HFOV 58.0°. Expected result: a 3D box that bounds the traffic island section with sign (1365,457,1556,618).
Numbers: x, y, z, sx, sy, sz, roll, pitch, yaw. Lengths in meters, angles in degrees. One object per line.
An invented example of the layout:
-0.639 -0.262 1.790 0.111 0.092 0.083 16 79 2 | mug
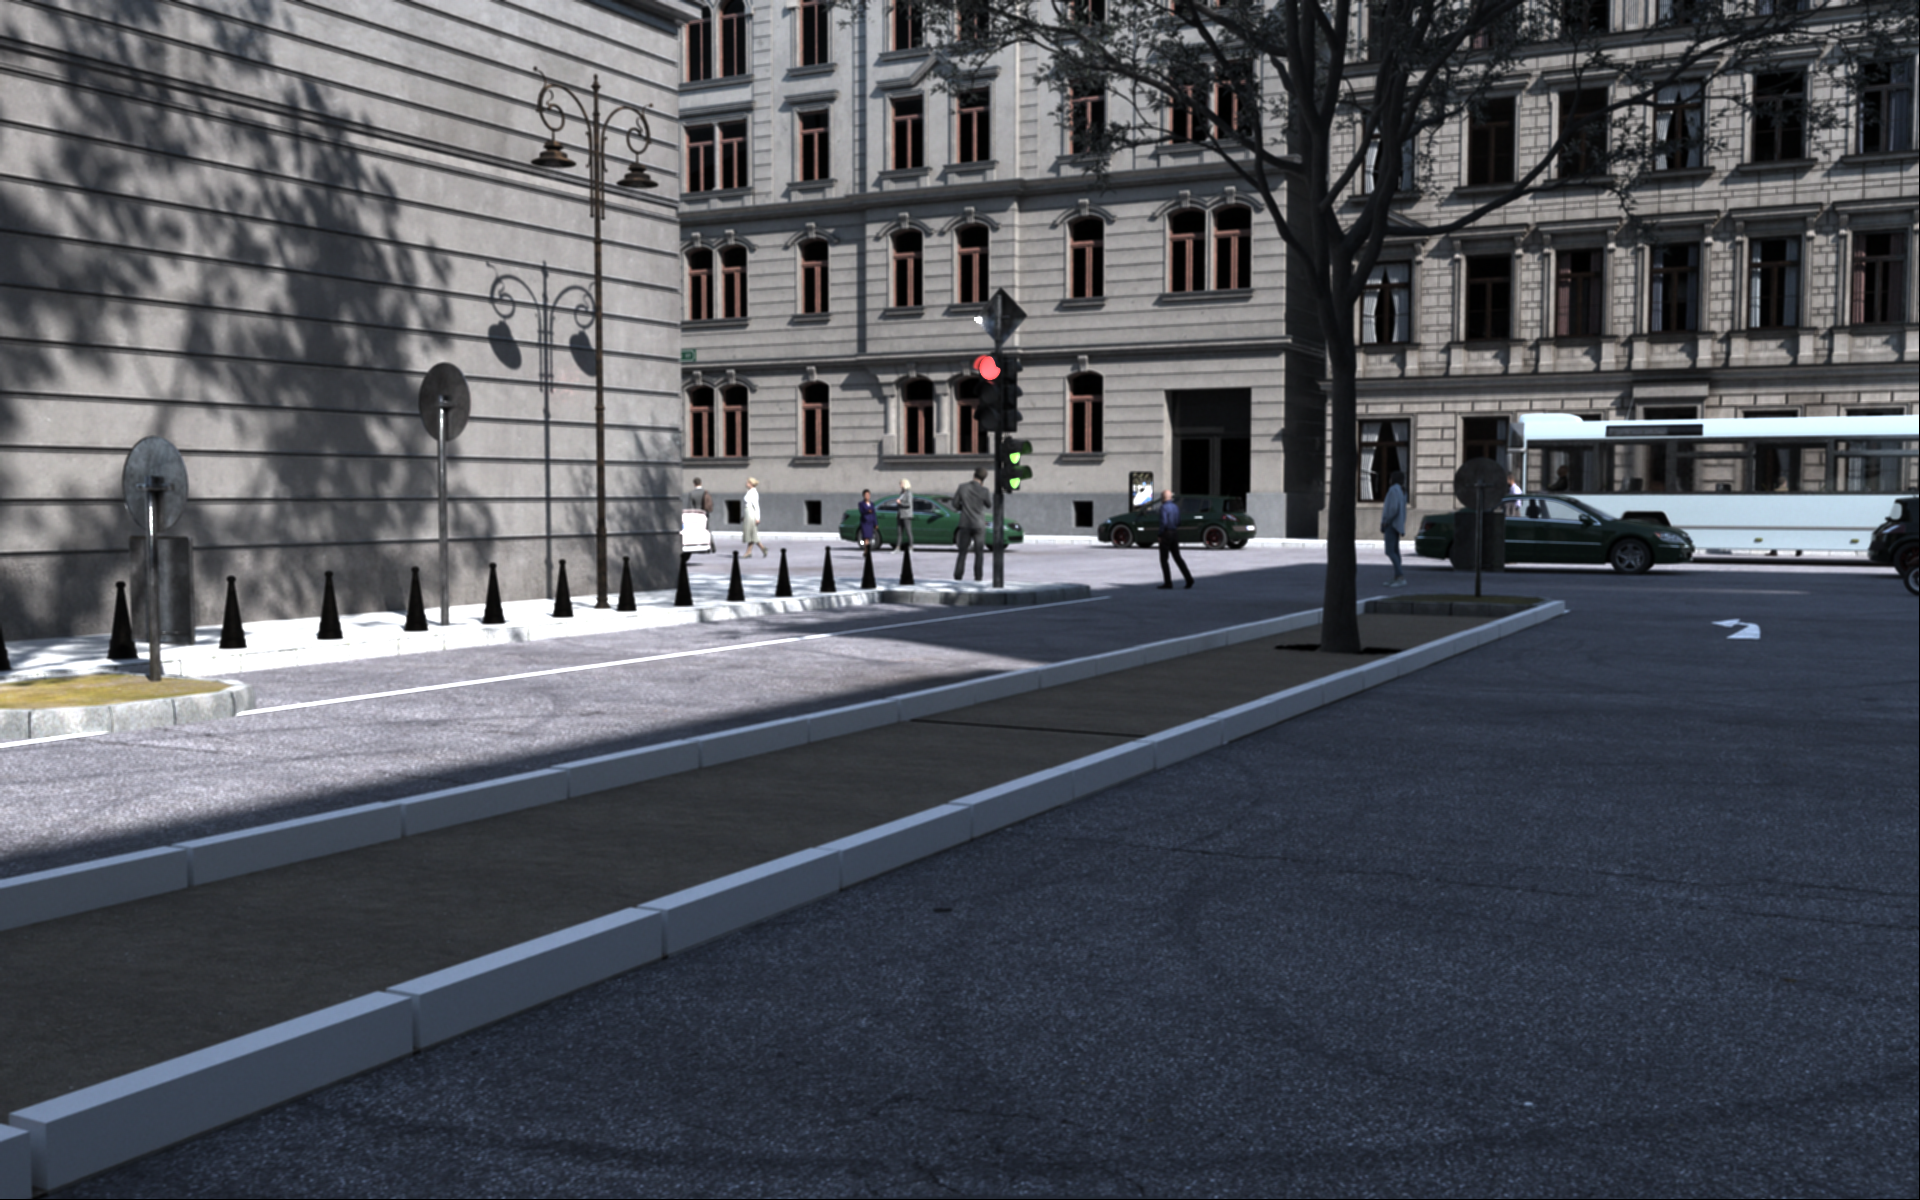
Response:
6.183 -0.790 21.051 2.006 1.907 1.989 2 4 28 | traffic island section with sign

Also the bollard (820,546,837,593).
-1.726 -0.403 22.626 0.229 0.601 0.229 0 3 0 | bollard

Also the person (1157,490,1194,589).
3.188 -0.925 26.324 0.574 1.496 0.600 -1 4 -20 | person

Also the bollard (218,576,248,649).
-6.063 0.099 14.426 0.229 0.601 0.229 0 3 0 | bollard

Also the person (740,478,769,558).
-4.604 -1.836 38.738 0.641 1.798 0.478 0 4 -6 | person

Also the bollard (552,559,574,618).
-4.142 -0.123 18.058 0.229 0.601 0.229 0 3 0 | bollard

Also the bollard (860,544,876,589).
-1.244 -0.458 23.535 0.229 0.601 0.229 0 3 0 | bollard

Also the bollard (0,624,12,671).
-7.034 0.211 12.593 0.229 0.601 0.229 0 3 0 | bollard

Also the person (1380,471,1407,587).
6.770 -1.109 26.900 0.793 1.790 0.793 0 4 -5 | person

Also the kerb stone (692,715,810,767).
-1.158 0.778 9.480 0.120 0.150 1.000 2 4 28 | kerb stone

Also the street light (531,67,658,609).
-4.009 -2.841 19.238 0.468 5.910 1.993 2 4 28 | street light

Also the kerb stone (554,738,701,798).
-1.644 0.833 8.577 0.120 0.150 1.000 2 4 28 | kerb stone

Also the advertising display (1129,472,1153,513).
5.217 -2.734 49.915 0.123 1.923 0.974 3 5 44 | advertising display

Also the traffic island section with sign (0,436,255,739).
-5.762 -0.155 11.162 1.989 1.847 2.006 2 4 28 | traffic island section with sign

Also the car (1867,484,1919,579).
17.611 -1.178 29.047 4.222 1.686 2.009 2 4 29 | car

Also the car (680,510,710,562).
-7.345 -1.409 35.392 4.827 1.381 2.083 2 4 29 | car

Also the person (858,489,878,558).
-1.977 -1.669 38.154 0.546 1.535 0.453 3 5 40 | person

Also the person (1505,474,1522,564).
11.239 -1.671 35.683 0.599 1.838 0.709 0 4 7 | person

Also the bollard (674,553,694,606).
-3.176 -0.235 19.892 0.229 0.601 0.229 0 3 0 | bollard

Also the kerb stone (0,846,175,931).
-3.079 1.000 5.846 0.120 0.150 1.000 2 4 28 | kerb stone

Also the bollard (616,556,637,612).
-3.655 -0.180 18.979 0.229 0.601 0.229 0 3 0 | bollard

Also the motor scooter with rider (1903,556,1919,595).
14.307 -0.929 24.150 1.986 1.779 0.876 2 4 26 | motor scooter with rider

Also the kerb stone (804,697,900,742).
-0.676 0.725 10.391 0.120 0.150 1.000 2 4 28 | kerb stone

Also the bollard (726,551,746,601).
-2.692 -0.291 20.798 0.229 0.601 0.229 0 3 0 | bollard

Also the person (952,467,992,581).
0.171 -1.115 26.533 0.655 1.846 0.447 0 4 7 | person

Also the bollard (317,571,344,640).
-5.581 0.043 15.333 0.229 0.601 0.229 0 3 0 | bollard

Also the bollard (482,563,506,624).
-4.621 -0.068 17.149 0.229 0.601 0.229 0 3 0 | bollard

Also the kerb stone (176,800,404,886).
-2.600 0.944 6.754 0.120 0.150 1.000 2 4 28 | kerb stone

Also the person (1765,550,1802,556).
19.040 -1.929 39.951 0.656 1.842 0.836 -3 5 -39 | person

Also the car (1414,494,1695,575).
10.951 -1.239 32.059 4.920 1.459 2.131 2 4 26 | car

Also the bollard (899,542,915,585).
-0.752 -0.515 24.464 0.229 0.601 0.229 0 3 0 | bollard

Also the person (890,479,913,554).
-1.367 -2.022 41.743 0.526 1.800 0.537 -2 4 -25 | person

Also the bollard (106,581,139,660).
-6.544 0.154 13.518 0.229 0.601 0.229 0 3 0 | bollard

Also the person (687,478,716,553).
-6.317 -2.062 42.173 0.622 1.834 0.822 -2 4 -33 | person

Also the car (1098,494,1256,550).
5.705 -2.190 45.590 4.222 1.686 2.009 2 4 30 | car

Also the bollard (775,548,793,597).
-2.211 -0.347 21.709 0.229 0.601 0.229 0 3 0 | bollard

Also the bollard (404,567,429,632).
-5.104 -0.012 16.242 0.229 0.601 0.229 0 3 0 | bollard

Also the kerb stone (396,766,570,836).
-2.120 0.895 7.669 0.120 0.150 1.000 2 4 28 | kerb stone

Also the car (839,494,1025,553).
-0.707 -1.960 43.846 4.920 1.459 2.131 2 4 27 | car
